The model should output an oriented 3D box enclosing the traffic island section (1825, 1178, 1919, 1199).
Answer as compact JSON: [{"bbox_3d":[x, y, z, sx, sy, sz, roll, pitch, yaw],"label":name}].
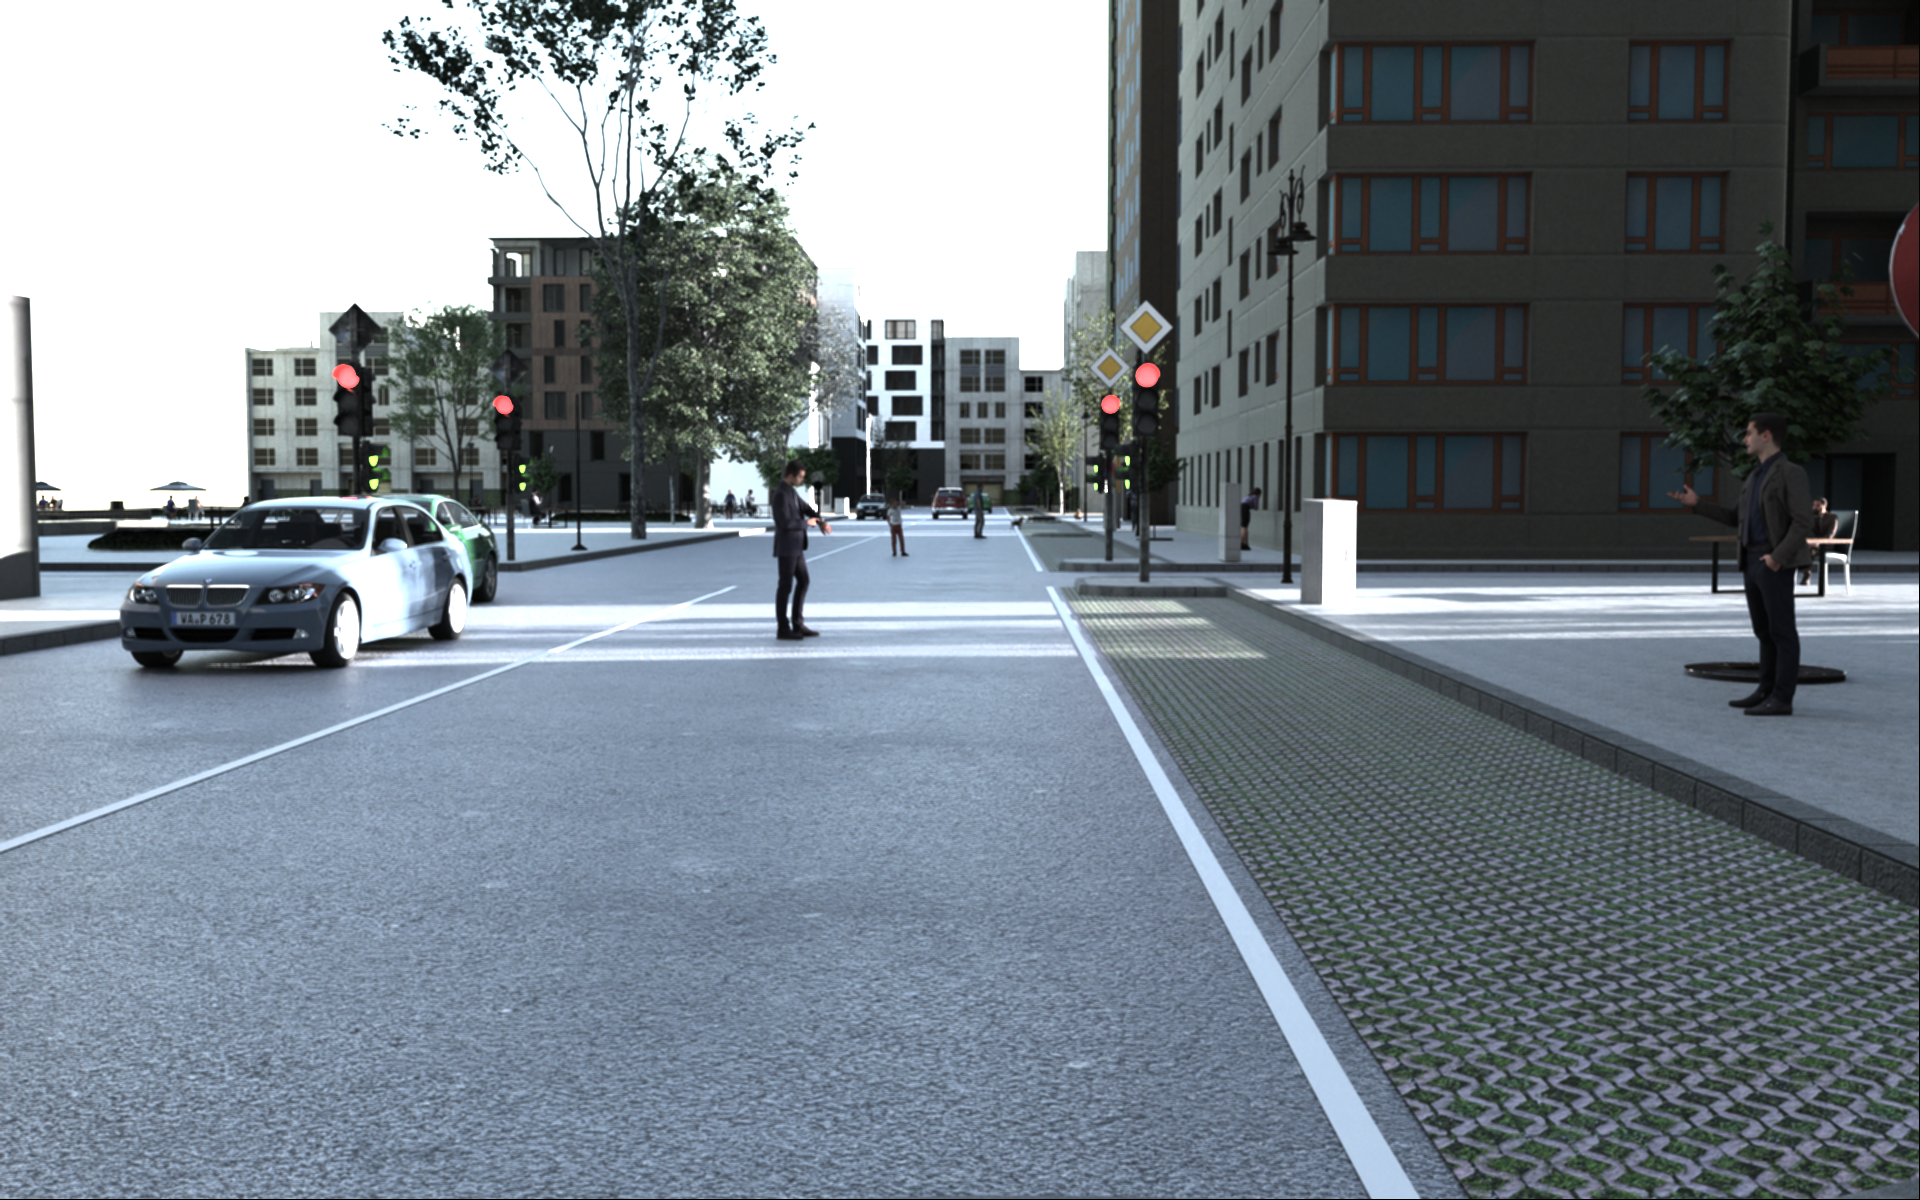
[{"bbox_3d":[2.223,1.250,2.421,1.991,0.108,1.994,0,4,1],"label":"traffic island section"}]

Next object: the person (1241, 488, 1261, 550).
[{"bbox_3d":[6.594,-1.851,39.542,0.697,1.427,0.421,-2,4,-34],"label":"person"}]

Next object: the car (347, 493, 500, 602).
[{"bbox_3d":[-7.119,-0.603,21.651,2.131,1.459,4.920,0,4,-1],"label":"car"}]

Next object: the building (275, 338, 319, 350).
[{"bbox_3d":[-72.486,-21.263,204.073,11.380,20.091,16.016,0,4,1],"label":"building"}]

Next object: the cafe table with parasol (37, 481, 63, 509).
[{"bbox_3d":[-46.401,-5.056,87.531,2.610,1.966,2.610,2,4,31],"label":"cafe table with parasol"}]

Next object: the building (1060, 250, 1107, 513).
[{"bbox_3d":[16.924,-16.367,134.061,16.747,18.905,31.486,0,4,1],"label":"building"}]

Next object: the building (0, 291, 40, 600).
[{"bbox_3d":[-22.064,-34.945,9.611,20.611,71.187,20.563,0,4,1],"label":"building"}]

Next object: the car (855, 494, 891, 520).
[{"bbox_3d":[-4.850,-5.341,97.116,2.009,1.686,4.222,0,4,2],"label":"car"}]

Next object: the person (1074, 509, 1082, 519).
[{"bbox_3d":[5.919,-4.309,86.966,0.381,0.543,0.357,0,4,3],"label":"person"}]

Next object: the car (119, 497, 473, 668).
[{"bbox_3d":[-5.873,-0.236,15.858,2.014,1.417,4.499,0,4,3],"label":"car"}]

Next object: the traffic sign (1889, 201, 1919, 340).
[{"bbox_3d":[4.050,-0.414,6.879,0.768,2.556,0.104,0,4,7],"label":"traffic sign"}]

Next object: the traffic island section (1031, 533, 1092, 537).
[{"bbox_3d":[3.408,-2.172,58.382,1.991,0.108,1.994,0,4,1],"label":"traffic island section"}]

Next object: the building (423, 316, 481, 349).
[{"bbox_3d":[-50.360,-22.333,209.122,32.646,21.610,27.936,0,4,1],"label":"building"}]

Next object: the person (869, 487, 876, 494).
[{"bbox_3d":[-6.979,-8.169,139.685,1.350,1.814,0.705,-3,4,-37],"label":"person"}]

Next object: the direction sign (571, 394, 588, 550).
[{"bbox_3d":[-8.722,-2.909,39.553,0.379,3.537,0.876,-1,4,-14],"label":"direction sign"}]

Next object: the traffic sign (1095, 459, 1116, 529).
[{"bbox_3d":[5.262,-3.834,62.793,0.768,2.556,0.104,1,4,9],"label":"traffic sign"}]

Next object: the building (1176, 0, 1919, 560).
[{"bbox_3d":[21.813,-12.335,46.721,28.899,21.520,27.650,0,4,1],"label":"building"}]

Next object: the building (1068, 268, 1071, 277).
[{"bbox_3d":[24.116,-19.686,165.838,27.936,21.610,32.646,0,4,1],"label":"building"}]

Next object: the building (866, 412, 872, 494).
[{"bbox_3d":[-23.438,-14.494,179.119,28.070,9.664,9.099,0,4,1],"label":"building"}]

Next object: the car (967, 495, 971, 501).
[{"bbox_3d":[1.543,-10.314,181.003,2.083,1.381,4.827,0,4,3],"label":"car"}]

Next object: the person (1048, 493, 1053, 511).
[{"bbox_3d":[6.974,-7.678,132.296,0.721,1.735,1.217,1,4,19],"label":"person"}]

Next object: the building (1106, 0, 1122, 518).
[{"bbox_3d":[15.196,-19.960,98.039,14.160,30.474,14.107,0,4,1],"label":"building"}]

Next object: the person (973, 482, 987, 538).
[{"bbox_3d":[0.651,-2.909,56.194,0.434,1.807,0.598,0,4,-2],"label":"person"}]

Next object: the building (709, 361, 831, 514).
[{"bbox_3d":[-13.580,-11.094,123.541,9.099,9.664,28.070,0,4,1],"label":"building"}]

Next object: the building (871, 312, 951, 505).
[{"bbox_3d":[-17.704,-22.290,208.412,32.646,21.610,27.936,0,4,1],"label":"building"}]

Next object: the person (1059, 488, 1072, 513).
[{"bbox_3d":[7.224,-6.839,118.379,0.721,1.766,1.217,-3,5,-44],"label":"person"}]

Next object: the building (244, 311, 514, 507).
[{"bbox_3d":[-53.288,-18.915,175.723,31.486,18.905,16.747,0,4,1],"label":"building"}]

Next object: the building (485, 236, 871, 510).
[{"bbox_3d":[-23.327,-18.957,153.928,27.936,21.610,32.646,0,4,1],"label":"building"}]

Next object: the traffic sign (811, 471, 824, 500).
[{"bbox_3d":[-7.863,-5.828,95.386,0.768,2.556,0.104,1,4,10],"label":"traffic sign"}]

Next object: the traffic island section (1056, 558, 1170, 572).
[{"bbox_3d":[2.882,-0.674,33.295,2.009,0.180,2.903,0,4,1],"label":"traffic island section"}]

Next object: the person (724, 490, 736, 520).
[{"bbox_3d":[-11.532,-4.738,86.196,0.574,1.496,0.600,3,4,36],"label":"person"}]

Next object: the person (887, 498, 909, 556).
[{"bbox_3d":[-1.437,-1.695,40.130,0.435,1.345,0.340,-2,4,-28],"label":"person"}]

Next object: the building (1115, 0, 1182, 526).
[{"bbox_3d":[14.243,-26.017,75.489,14.600,45.320,14.200,0,4,1],"label":"building"}]

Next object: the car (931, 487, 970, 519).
[{"bbox_3d":[-0.558,-5.608,100.368,2.281,1.827,5.304,0,4,0],"label":"car"}]

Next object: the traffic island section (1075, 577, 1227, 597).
[{"bbox_3d":[2.713,-0.185,25.311,2.009,0.180,2.903,0,4,1],"label":"traffic island section"}]

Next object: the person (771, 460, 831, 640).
[{"bbox_3d":[-1.556,-0.500,17.132,0.568,1.767,0.683,0,4,6],"label":"person"}]

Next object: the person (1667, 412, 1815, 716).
[{"bbox_3d":[4.590,-0.223,10.220,0.750,1.759,0.617,1,4,16],"label":"person"}]

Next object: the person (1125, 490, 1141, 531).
[{"bbox_3d":[6.170,-3.277,60.351,0.841,1.734,0.376,0,4,3],"label":"person"}]

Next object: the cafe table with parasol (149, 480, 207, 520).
[{"bbox_3d":[-38.837,-4.968,86.085,2.610,1.966,2.610,-1,4,-20],"label":"cafe table with parasol"}]

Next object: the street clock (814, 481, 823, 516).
[{"bbox_3d":[-7.746,-5.512,94.689,0.471,2.002,0.358,0,4,3],"label":"street clock"}]

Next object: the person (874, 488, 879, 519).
[{"bbox_3d":[-4.965,-5.654,101.477,0.750,1.759,0.617,2,4,32],"label":"person"}]

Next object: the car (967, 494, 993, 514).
[{"bbox_3d":[1.488,-7.356,129.071,1.959,1.807,4.718,0,4,2],"label":"car"}]

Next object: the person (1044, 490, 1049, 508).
[{"bbox_3d":[8.157,-9.554,163.068,0.721,1.723,1.217,-1,4,-21],"label":"person"}]

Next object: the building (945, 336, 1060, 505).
[{"bbox_3d":[14.237,-20.537,202.231,31.486,18.905,16.747,0,4,1],"label":"building"}]

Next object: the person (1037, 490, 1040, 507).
[{"bbox_3d":[7.735,-10.140,172.520,0.721,1.739,1.217,0,4,1],"label":"person"}]
